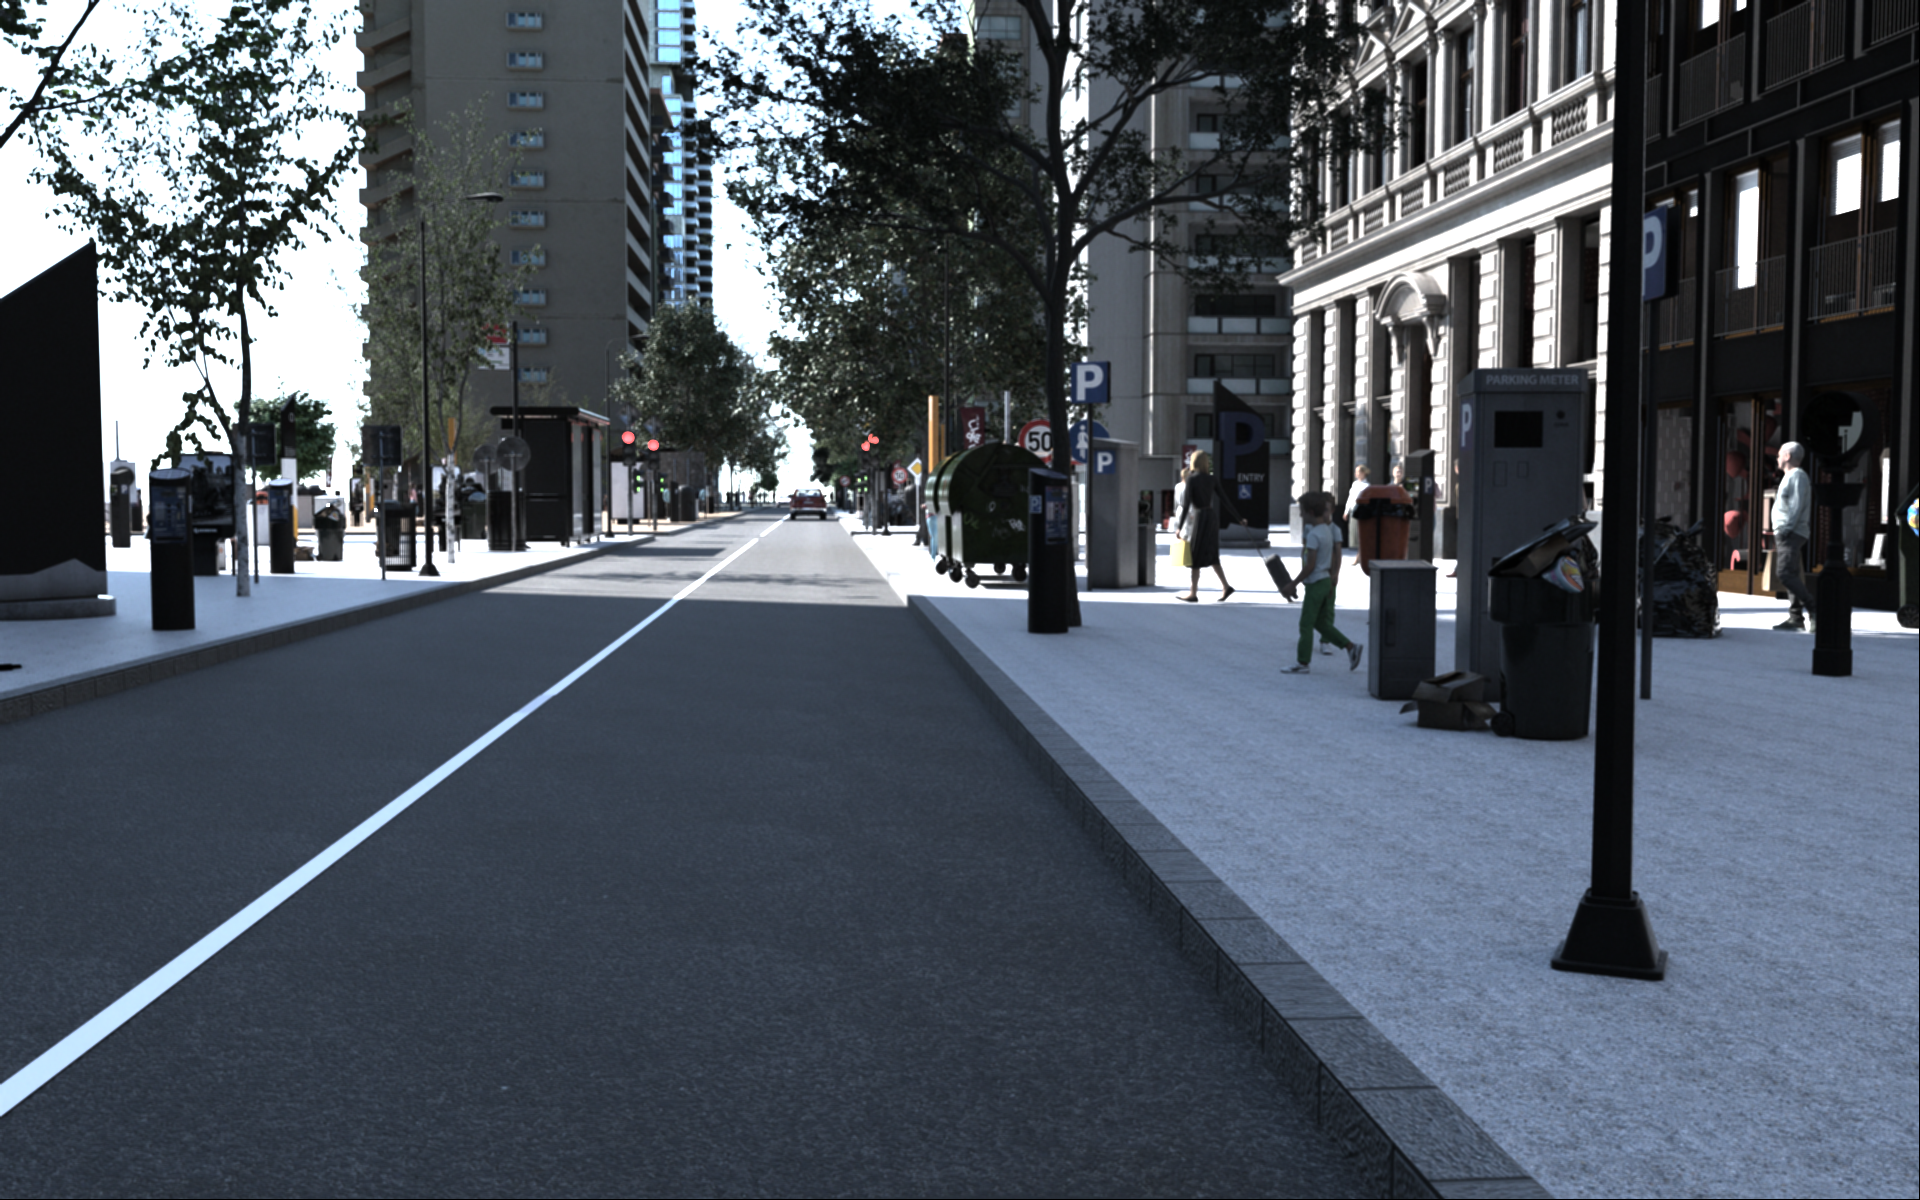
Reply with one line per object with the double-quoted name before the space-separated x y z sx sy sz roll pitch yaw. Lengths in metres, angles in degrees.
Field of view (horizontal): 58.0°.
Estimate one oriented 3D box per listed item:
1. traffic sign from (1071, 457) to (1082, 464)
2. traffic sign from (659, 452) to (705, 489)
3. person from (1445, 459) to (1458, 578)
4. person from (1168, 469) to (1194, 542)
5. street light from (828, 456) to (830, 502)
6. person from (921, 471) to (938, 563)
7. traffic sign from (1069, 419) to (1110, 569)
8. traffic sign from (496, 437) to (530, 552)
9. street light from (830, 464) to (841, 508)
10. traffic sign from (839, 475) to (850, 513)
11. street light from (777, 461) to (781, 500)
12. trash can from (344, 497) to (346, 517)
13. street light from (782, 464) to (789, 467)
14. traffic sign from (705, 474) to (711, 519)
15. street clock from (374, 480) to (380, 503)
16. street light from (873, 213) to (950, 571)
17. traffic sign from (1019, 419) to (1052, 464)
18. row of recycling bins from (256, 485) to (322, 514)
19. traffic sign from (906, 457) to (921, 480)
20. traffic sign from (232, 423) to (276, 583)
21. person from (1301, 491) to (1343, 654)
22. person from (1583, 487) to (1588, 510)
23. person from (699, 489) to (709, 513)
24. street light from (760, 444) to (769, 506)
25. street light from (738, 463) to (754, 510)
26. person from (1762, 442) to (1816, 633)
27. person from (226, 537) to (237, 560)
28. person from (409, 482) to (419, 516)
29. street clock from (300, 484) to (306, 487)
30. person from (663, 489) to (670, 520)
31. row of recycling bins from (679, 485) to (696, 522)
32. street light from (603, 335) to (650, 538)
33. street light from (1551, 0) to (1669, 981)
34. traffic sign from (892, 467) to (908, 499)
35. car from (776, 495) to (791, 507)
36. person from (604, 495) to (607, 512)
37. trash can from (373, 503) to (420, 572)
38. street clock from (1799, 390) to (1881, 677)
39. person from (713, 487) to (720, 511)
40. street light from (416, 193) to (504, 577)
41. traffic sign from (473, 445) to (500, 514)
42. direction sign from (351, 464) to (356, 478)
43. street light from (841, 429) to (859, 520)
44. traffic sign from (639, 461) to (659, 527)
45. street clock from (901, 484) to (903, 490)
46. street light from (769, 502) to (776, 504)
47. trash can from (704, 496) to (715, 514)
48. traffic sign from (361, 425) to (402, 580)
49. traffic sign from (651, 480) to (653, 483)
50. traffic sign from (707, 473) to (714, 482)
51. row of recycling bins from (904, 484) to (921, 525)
"traffic sign" 2.317 -1.906 31.172 0.884 2.594 0.081 0 4 1
"traffic sign" -13.380 -5.467 83.254 2.265 3.308 0.079 0 4 4
"person" 7.809 -1.267 26.670 0.836 1.842 0.656 -1 4 -15
"person" 4.371 -1.689 34.003 0.624 1.780 0.694 -2 4 -32
"street light" -7.501 -8.435 110.451 1.470 5.913 1.316 0 4 -5
"person" -0.417 -1.557 32.336 0.563 1.720 0.643 -3 5 -40
"traffic sign" 2.180 -1.805 29.625 0.768 2.556 0.104 0 4 -4
"traffic sign" -9.911 -2.343 38.416 0.768 2.556 0.104 0 4 1
"street light" -5.616 -6.978 86.624 1.470 5.913 1.316 0 4 -5
"traffic sign" -7.865 -7.245 118.554 0.768 2.556 0.104 0 4 5
"street light" -23.684 -15.110 219.583 1.470 5.913 1.316 0 4 -5
"trash can" -31.811 -4.715 88.736 0.748 1.137 0.748 0 3 0
"street light" -27.621 -18.043 267.545 1.470 5.913 1.316 0 4 -5
"traffic sign" -13.104 -5.319 89.098 0.606 2.300 0.079 0 4 1
"street clock" -28.278 -4.868 84.167 0.358 2.002 0.471 -2 4 -32
"street light" -0.754 -3.436 28.715 1.470 5.913 1.316 0 4 -5
"traffic sign" 1.360 -1.793 29.423 0.768 2.556 0.104 0 4 -4
"row of recycling bins" -30.079 -4.328 77.883 1.069 1.692 3.534 2 4 24
"traffic sign" -1.500 -3.811 62.038 0.795 2.593 0.064 0 3 0
"traffic sign" -10.134 -1.392 24.887 0.606 2.300 0.079 0 4 -4
"person" 2.927 -0.231 14.061 0.306 1.304 0.590 0 3 0
"person" 6.782 -0.789 19.291 0.599 1.781 0.374 2 4 27
"person" -17.198 -6.746 116.364 0.660 1.820 0.620 -1 4 -10
"street light" -18.810 -11.544 161.289 1.470 5.913 1.316 0 4 -5
"street light" -16.836 -10.038 136.669 1.470 5.913 1.316 0 4 -5
"person" 7.879 -0.599 16.326 0.515 1.767 0.782 1 4 21
"person" -14.086 -1.657 33.226 0.778 1.811 0.616 0 4 -7
"person" -24.521 -4.389 77.808 0.555 1.821 0.388 3 4 36
"street clock" -45.831 -7.101 120.666 0.471 2.002 0.358 1 4 22
"person" -14.382 -4.880 85.845 0.660 1.820 0.620 -1 4 -23
"row of recycling bins" -12.979 -4.526 81.110 1.069 1.692 3.534 -1 4 -13
"street light" -9.740 -4.778 50.660 1.470 5.913 1.316 0 4 -5
"street light" 1.238 -1.956 4.518 1.470 5.913 1.316 0 4 -5
"traffic sign" -2.882 -5.066 82.939 0.768 2.556 0.104 0 4 0
"car" -19.372 -11.007 192.329 2.083 1.381 4.827 0 4 -4
"person" -25.425 -6.962 124.548 0.362 1.253 0.373 -2 4 -30
"trash can" -9.373 -1.052 28.852 0.748 1.137 0.748 0 3 0
"street clock" 6.178 -0.467 12.210 0.358 2.002 0.471 -2 4 -34
"person" -18.103 -7.473 128.563 0.599 1.781 0.374 -1 4 -17
"street light" -7.744 -3.323 26.875 1.470 5.913 1.316 0 4 -5
"traffic sign" -12.155 -2.720 44.575 0.768 2.556 0.104 0 4 -1
"direction sign" -45.288 -8.459 130.302 0.876 3.537 0.379 -2 4 -30
"street light" -2.787 -4.890 52.496 1.470 5.913 1.316 0 4 -5
"traffic sign" -11.993 -4.077 66.768 0.768 2.556 0.104 0 4 0
"street clock" -3.783 -6.962 118.401 0.471 2.002 0.358 -2 4 -26
"street light" -20.816 -13.032 185.608 1.470 5.913 1.316 0 4 -5
"trash can" -16.228 -6.147 112.151 0.748 1.137 0.748 0 3 0
"traffic sign" -8.619 -1.450 25.843 0.606 2.300 0.079 0 4 3
"traffic sign" -15.078 -5.220 85.080 0.795 2.593 0.064 0 4 1
"traffic sign" -15.721 -6.604 107.710 0.795 2.593 0.064 0 4 -4
"row of recycling bins" -1.195 -4.014 72.740 1.069 1.692 3.534 2 4 28
